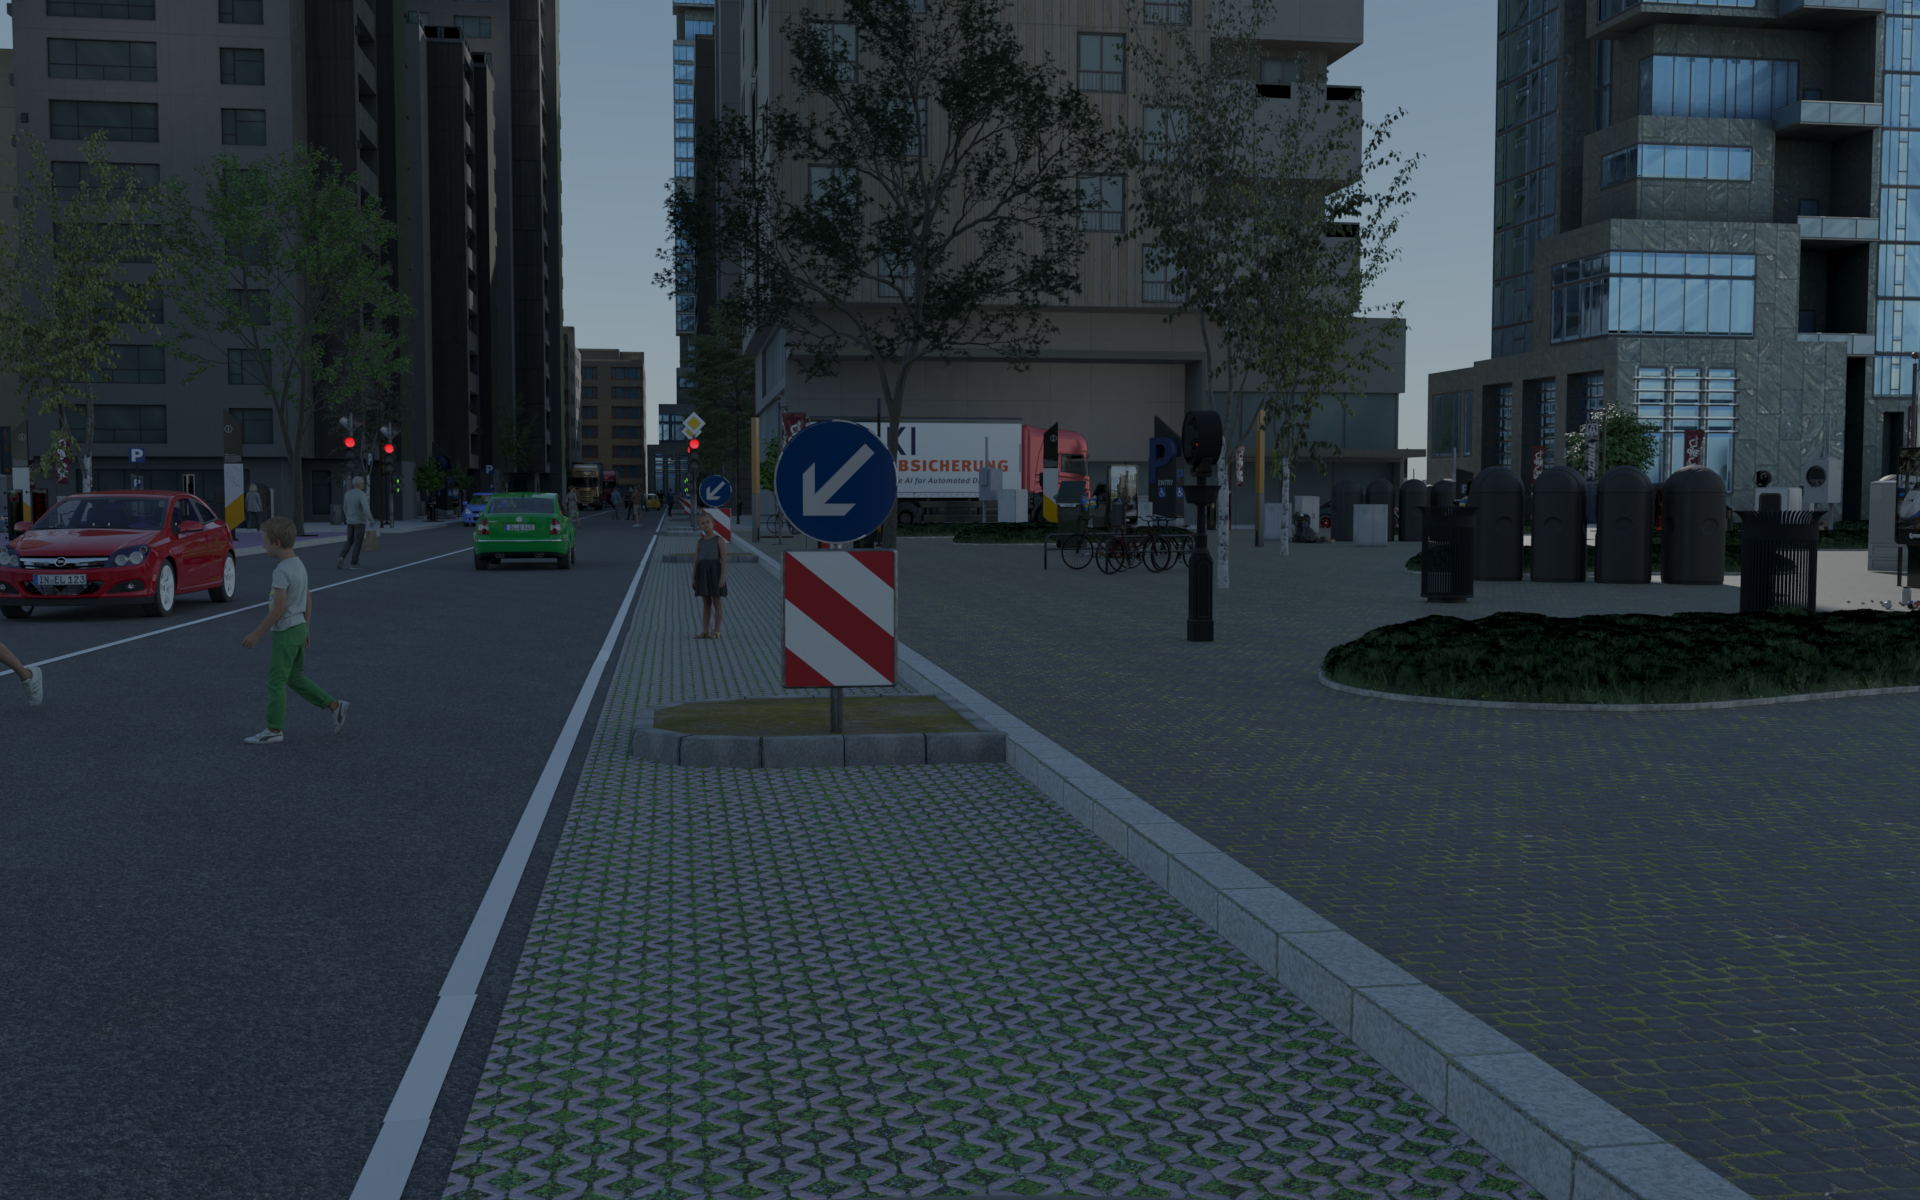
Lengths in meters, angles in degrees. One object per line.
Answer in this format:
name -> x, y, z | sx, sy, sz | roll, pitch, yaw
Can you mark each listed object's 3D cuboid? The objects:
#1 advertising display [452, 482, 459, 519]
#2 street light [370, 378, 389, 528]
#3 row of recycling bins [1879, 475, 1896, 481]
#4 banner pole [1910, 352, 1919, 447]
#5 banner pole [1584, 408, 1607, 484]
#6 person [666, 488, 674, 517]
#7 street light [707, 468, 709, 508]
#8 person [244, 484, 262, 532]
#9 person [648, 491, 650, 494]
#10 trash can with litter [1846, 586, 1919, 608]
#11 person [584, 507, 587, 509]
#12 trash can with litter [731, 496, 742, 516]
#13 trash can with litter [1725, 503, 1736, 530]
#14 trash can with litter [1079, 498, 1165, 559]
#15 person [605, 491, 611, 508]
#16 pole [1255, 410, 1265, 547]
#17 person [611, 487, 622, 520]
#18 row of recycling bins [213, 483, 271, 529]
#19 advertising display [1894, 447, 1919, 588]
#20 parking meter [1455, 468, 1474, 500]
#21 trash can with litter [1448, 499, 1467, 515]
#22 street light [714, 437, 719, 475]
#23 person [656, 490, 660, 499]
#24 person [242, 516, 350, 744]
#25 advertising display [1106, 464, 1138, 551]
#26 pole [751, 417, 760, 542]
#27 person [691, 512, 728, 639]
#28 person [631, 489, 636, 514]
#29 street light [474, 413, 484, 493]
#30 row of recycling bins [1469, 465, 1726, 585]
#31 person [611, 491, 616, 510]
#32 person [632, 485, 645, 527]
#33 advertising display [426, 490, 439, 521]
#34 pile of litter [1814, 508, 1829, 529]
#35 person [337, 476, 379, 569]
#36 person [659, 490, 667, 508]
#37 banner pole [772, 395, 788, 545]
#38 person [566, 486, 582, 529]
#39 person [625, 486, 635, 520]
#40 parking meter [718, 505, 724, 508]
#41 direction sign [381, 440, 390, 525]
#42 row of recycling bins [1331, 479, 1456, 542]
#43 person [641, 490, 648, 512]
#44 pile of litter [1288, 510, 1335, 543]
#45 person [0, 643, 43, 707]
advertising display -> -26.723, -5.227, 90.682 | 0.974, 1.923, 0.123 | -1, 4, -14
street light -> -21.872, -5.661, 65.345 | 0.468, 5.910, 1.993 | -1, 4, -9
row of recycling bins -> 21.253, -1.801, 36.562 | 3.534, 1.692, 1.069 | 2, 4, 24
banner pole -> 17.003, -2.492, 30.765 | 0.863, 3.779, 0.401 | -3, 5, -41
banner pole -> 18.677, -3.720, 50.835 | 0.401, 3.779, 0.863 | -3, 4, -39
person -> -18.348, -6.168, 109.532 | 0.419, 1.800, 0.721 | 1, 4, 17
street light -> -20.560, -10.297, 141.141 | 0.468, 5.910, 1.993 | -1, 4, -9
person -> -24.774, -3.173, 60.560 | 0.709, 1.800, 0.728 | 1, 4, 9
person -> -38.746, -12.678, 215.918 | 0.705, 1.807, 1.348 | -2, 4, -29
trash can with litter -> 10.786, -0.501, 19.245 | 1.678, 1.210, 2.233 | 2, 4, 28
person -> -36.861, -9.843, 169.874 | 0.683, 1.767, 0.568 | 2, 4, 33
trash can with litter -> -13.388, -5.556, 102.224 | 1.055, 1.170, 0.624 | 1, 4, 13
trash can with litter -> 21.328, -2.223, 47.738 | 1.055, 1.170, 0.624 | 2, 4, 31
trash can with litter -> 3.177, -1.481, 35.277 | 1.678, 1.210, 2.233 | -1, 4, -18
person -> -36.555, -10.462, 180.005 | 0.683, 1.767, 0.568 | 0, 4, 1
pole -> 7.260, -2.941, 41.929 | 0.158, 3.312, 0.155 | 0, 3, 0
person -> -19.317, -5.424, 97.037 | 0.748, 1.841, 0.638 | -3, 5, -44
row of recycling bins -> -27.059, -3.553, 65.203 | 3.534, 1.692, 1.069 | 3, 5, 43
advertising display -> 13.105, -1.126, 23.617 | 0.123, 1.923, 0.974 | 0, 4, -5
parking meter -> 11.449, -2.053, 39.274 | 0.399, 1.863, 0.255 | 1, 4, 8
trash can with litter -> 11.211, -1.630, 38.043 | 1.055, 1.170, 0.624 | -2, 4, -30
street light -> -15.014, -8.246, 107.603 | 0.468, 5.910, 1.993 | -1, 4, -9
person -> -29.737, -9.876, 170.074 | 0.705, 1.812, 1.348 | -2, 4, -29
person -> -3.848, 0.166, 10.035 | 0.590, 1.304, 0.306 | -2, 4, -27
advertising display -> 3.545, -1.997, 37.871 | 0.123, 1.923, 0.974 | 3, 5, 44
pole -> -5.442, -3.198, 46.136 | 0.158, 3.312, 0.155 | 0, 3, 0
person -> -2.462, -0.235, 17.018 | 0.362, 1.253, 0.373 | 2, 4, 27
person -> -22.867, -6.886, 121.434 | 0.599, 1.781, 0.374 | 2, 4, 34
street light -> -27.609, -7.749, 99.490 | 0.468, 5.910, 1.993 | -1, 4, -9
row of recycling bins -> 9.243, -1.110, 25.261 | 3.534, 1.692, 1.069 | 1, 4, 22
person -> -31.579, -9.085, 157.777 | 0.721, 1.736, 1.217 | 0, 4, 7
person -> -14.156, -4.144, 76.227 | 0.573, 1.828, 0.580 | 0, 4, -3
advertising display -> -25.013, -4.702, 82.095 | 0.974, 1.923, 0.123 | 3, 5, 45
pile of litter -> 31.045, -2.972, 62.563 | 1.719, 0.858, 1.176 | -2, 4, -31
person -> -11.449, -1.465, 32.941 | 0.782, 1.767, 0.515 | 2, 4, 27
person -> -30.464, -10.298, 176.500 | 1.348, 1.869, 0.705 | 0, 4, 6
banner pole -> -4.446, -3.270, 43.481 | 0.401, 3.779, 0.863 | -2, 4, -26
person -> -15.974, -3.845, 71.704 | 0.599, 1.781, 0.374 | 1, 4, 18
person -> -18.251, -5.393, 96.036 | 0.648, 1.900, 0.474 | 3, 5, 42
parking meter -> -11.488, -4.742, 83.243 | 0.255, 1.863, 0.399 | 0, 4, -3
direction sign -> -23.940, -4.908, 72.245 | 0.379, 3.537, 0.876 | 1, 4, 11
row of recycling bins -> 11.922, -2.451, 47.192 | 3.534, 1.692, 1.069 | 0, 4, 3
person -> -25.535, -8.022, 140.063 | 0.834, 1.777, 0.661 | 0, 4, 4
pile of litter -> 9.228, -1.945, 45.761 | 1.176, 0.858, 1.719 | -1, 4, -9
person -> -6.374, -0.119, 11.188 | 0.466, 1.731, 0.760 | 2, 4, 31
